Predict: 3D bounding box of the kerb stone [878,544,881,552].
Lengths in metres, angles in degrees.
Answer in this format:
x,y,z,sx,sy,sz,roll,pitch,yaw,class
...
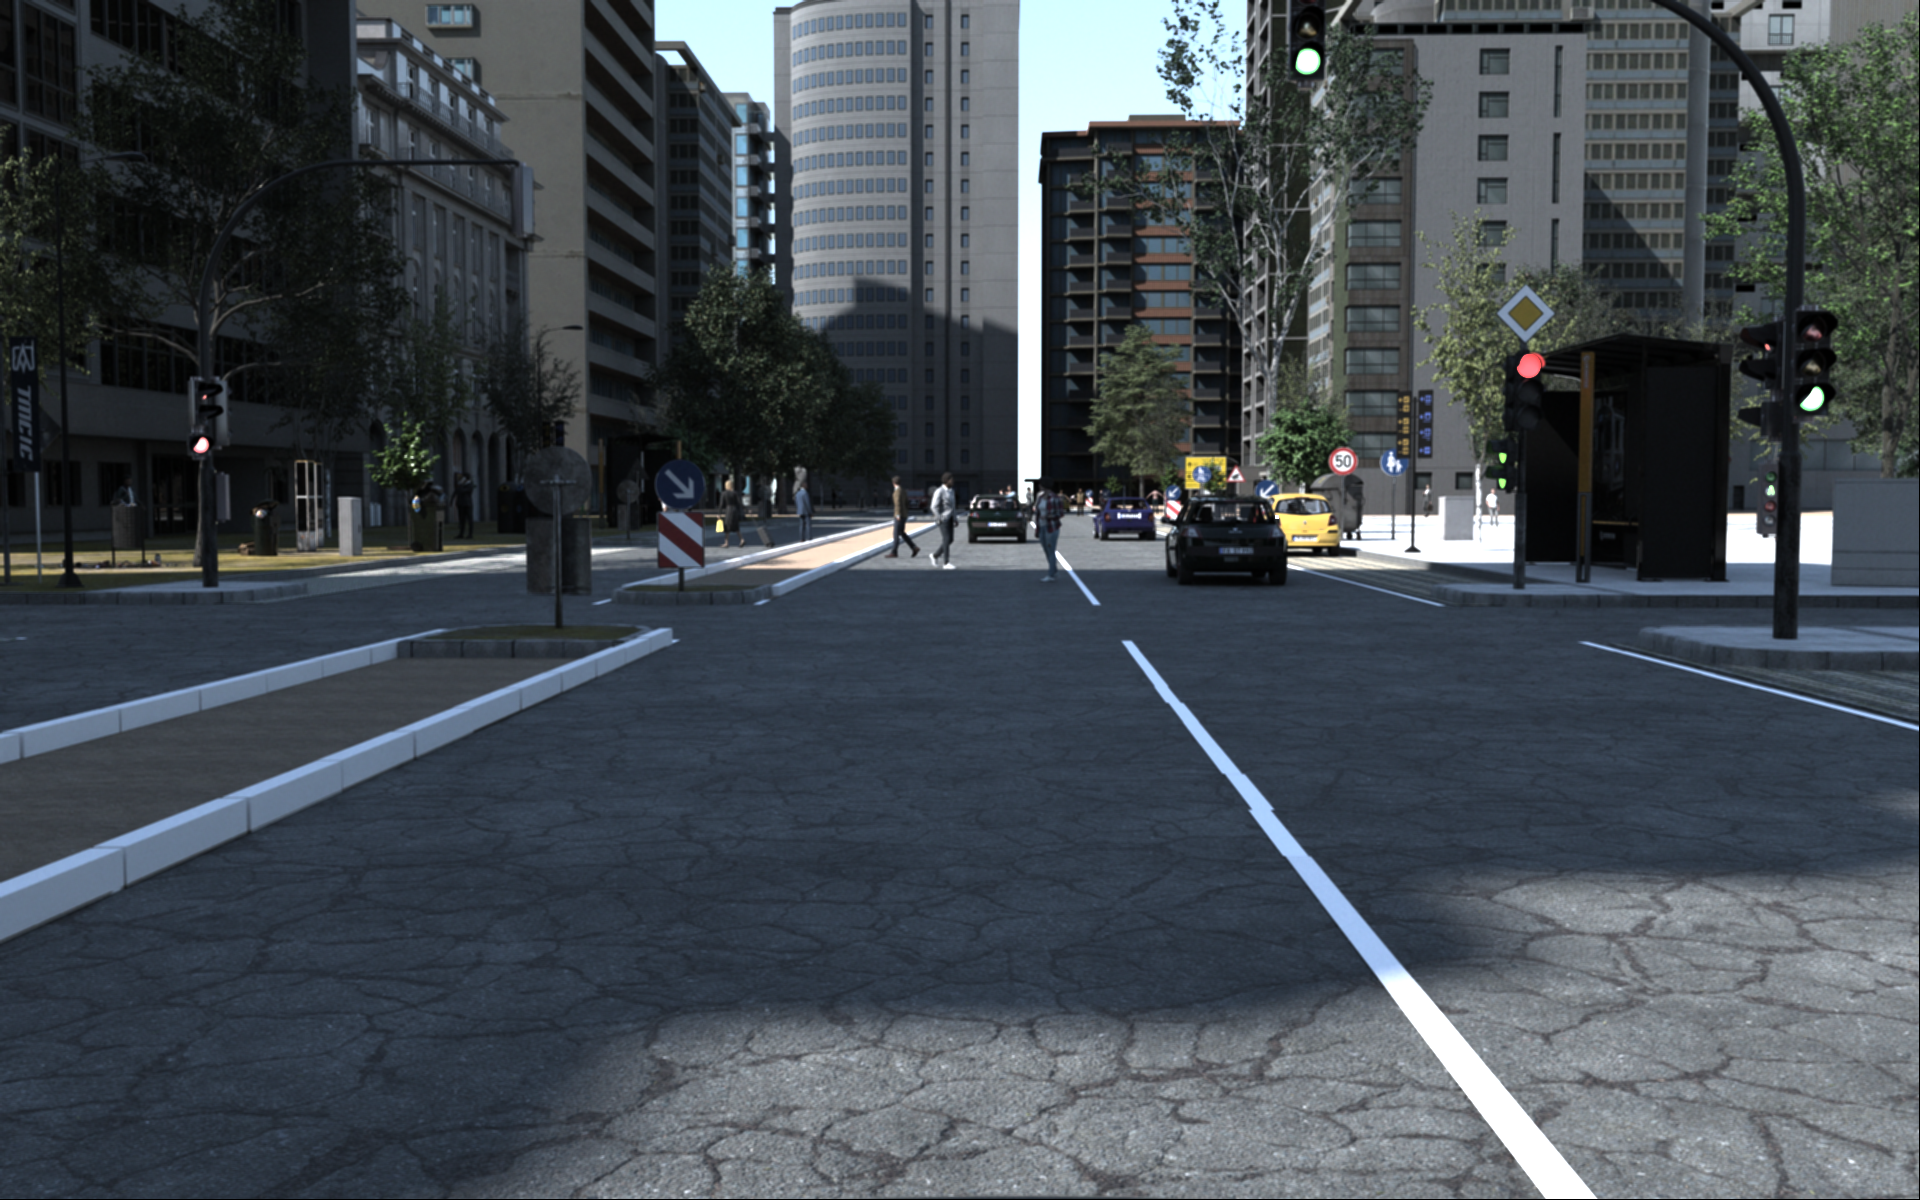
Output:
x,y,z,sx,sy,sz,roll,pitch,yaw,class
-2.084,-1.218,42.144,0.120,0.150,1.000,0,4,2,kerb stone

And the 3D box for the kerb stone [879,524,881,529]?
x,y,z,sx,sy,sz,roll,pitch,yaw,class
-3.397,-2.917,69.894,0.120,0.150,1.000,0,4,2,kerb stone

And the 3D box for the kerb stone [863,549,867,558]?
x,y,z,sx,sy,sz,roll,pitch,yaw,class
-2.197,-0.970,38.051,0.120,0.150,1.000,0,4,2,kerb stone

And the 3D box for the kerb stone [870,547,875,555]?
x,y,z,sx,sy,sz,roll,pitch,yaw,class
-2.133,-1.094,40.095,0.120,0.150,1.000,0,4,2,kerb stone

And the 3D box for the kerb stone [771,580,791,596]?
x,y,z,sx,sy,sz,roll,pitch,yaw,class
-2.572,-0.152,24.726,0.120,0.150,1.000,0,4,2,kerb stone

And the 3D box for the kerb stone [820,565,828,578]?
x,y,z,sx,sy,sz,roll,pitch,yaw,class
-2.432,-0.468,29.847,0.120,0.150,1.000,0,4,2,kerb stone

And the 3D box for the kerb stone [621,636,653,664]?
x,y,z,sx,sy,sz,roll,pitch,yaw,class
-2.849,0.448,15.021,0.120,0.150,1.000,0,4,2,kerb stone

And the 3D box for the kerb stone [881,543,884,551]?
x,y,z,sx,sy,sz,roll,pitch,yaw,class
-2.051,-1.283,43.169,0.120,0.150,1.000,0,4,2,kerb stone

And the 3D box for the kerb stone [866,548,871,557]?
x,y,z,sx,sy,sz,roll,pitch,yaw,class
-2.169,-1.026,39.073,0.120,0.150,1.000,0,4,2,kerb stone

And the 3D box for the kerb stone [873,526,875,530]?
x,y,z,sx,sy,sz,roll,pitch,yaw,class
-3.492,-2.730,66.828,0.120,0.150,1.000,0,4,2,kerb stone

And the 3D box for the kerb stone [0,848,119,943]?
x,y,z,sx,sy,sz,roll,pitch,yaw,class
-3.111,1.007,5.792,0.120,0.150,1.000,0,4,2,kerb stone

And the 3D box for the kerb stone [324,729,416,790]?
x,y,z,sx,sy,sz,roll,pitch,yaw,class
-3.025,0.816,8.856,0.120,0.150,1.000,0,4,2,kerb stone

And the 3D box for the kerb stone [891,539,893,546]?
x,y,z,sx,sy,sz,roll,pitch,yaw,class
-1.934,-1.529,47.282,0.120,0.150,1.000,0,4,2,kerb stone

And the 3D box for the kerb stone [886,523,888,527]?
x,y,z,sx,sy,sz,roll,pitch,yaw,class
-3.282,-3.168,73.988,0.120,0.150,1.000,0,4,2,kerb stone

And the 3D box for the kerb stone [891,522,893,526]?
x,y,z,sx,sy,sz,roll,pitch,yaw,class
-3.198,-3.355,77.056,0.120,0.150,1.000,0,4,2,kerb stone

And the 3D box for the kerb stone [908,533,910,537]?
x,y,z,sx,sy,sz,roll,pitch,yaw,class
-1.732,-1.971,54.472,0.120,0.150,1.000,0,4,2,kerb stone

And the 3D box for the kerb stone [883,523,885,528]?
x,y,z,sx,sy,sz,roll,pitch,yaw,class
-3.336,-3.043,71.941,0.120,0.150,1.000,0,4,2,kerb stone

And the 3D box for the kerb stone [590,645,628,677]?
x,y,z,sx,sy,sz,roll,pitch,yaw,class
-2.876,0.501,13.998,0.120,0.150,1.000,0,4,2,kerb stone

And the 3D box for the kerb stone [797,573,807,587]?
x,y,z,sx,sy,sz,roll,pitch,yaw,class
-2.519,-0.280,26.776,0.120,0.150,1.000,0,4,2,kerb stone

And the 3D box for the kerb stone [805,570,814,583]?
x,y,z,sx,sy,sz,roll,pitch,yaw,class
-2.495,-0.343,27.802,0.120,0.150,1.000,0,4,2,kerb stone

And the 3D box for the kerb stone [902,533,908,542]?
x,y,z,sx,sy,sz,roll,pitch,yaw,class
-1.762,-1.911,53.444,0.120,0.150,1.000,0,4,2,kerb stone

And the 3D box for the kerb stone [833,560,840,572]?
x,y,z,sx,sy,sz,roll,pitch,yaw,class
-2.366,-0.593,31.894,0.120,0.150,1.000,0,4,2,kerb stone

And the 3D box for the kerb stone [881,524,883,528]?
x,y,z,sx,sy,sz,roll,pitch,yaw,class
-3.367,-2.972,70.916,0.120,0.150,1.000,0,4,2,kerb stone

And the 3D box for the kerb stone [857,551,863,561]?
x,y,z,sx,sy,sz,roll,pitch,yaw,class
-2.230,-0.904,37.016,0.120,0.150,1.000,0,4,2,kerb stone

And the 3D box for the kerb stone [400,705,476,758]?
x,y,z,sx,sy,sz,roll,pitch,yaw,class
-2.993,0.753,9.887,0.120,0.150,1.000,0,4,2,kerb stone

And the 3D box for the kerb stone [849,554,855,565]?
x,y,z,sx,sy,sz,roll,pitch,yaw,class
-2.285,-0.779,34.959,0.120,0.150,1.000,0,4,2,kerb stone

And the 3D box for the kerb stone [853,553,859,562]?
x,y,z,sx,sy,sz,roll,pitch,yaw,class
-2.258,-0.844,35.994,0.120,0.150,1.000,0,4,2,kerb stone

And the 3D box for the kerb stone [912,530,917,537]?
x,y,z,sx,sy,sz,roll,pitch,yaw,class
-1.617,-2.224,58.564,0.120,0.150,1.000,0,4,2,kerb stone

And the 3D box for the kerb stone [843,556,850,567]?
x,y,z,sx,sy,sz,roll,pitch,yaw,class
-2.310,-0.717,33.937,0.120,0.150,1.000,0,4,2,kerb stone

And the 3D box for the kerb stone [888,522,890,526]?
x,y,z,sx,sy,sz,roll,pitch,yaw,class
-3.253,-3.230,75.010,0.120,0.150,1.000,0,4,2,kerb stone

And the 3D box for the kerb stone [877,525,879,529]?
x,y,z,sx,sy,sz,roll,pitch,yaw,class
-3.425,-2.855,68.872,0.120,0.150,1.000,0,4,2,kerb stone

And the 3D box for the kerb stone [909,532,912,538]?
x,y,z,sx,sy,sz,roll,pitch,yaw,class
-1.709,-2.037,55.494,0.120,0.150,1.000,0,4,2,kerb stone

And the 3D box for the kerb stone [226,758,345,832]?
x,y,z,sx,sy,sz,roll,pitch,yaw,class
-3.048,0.878,7.834,0.120,0.150,1.000,0,4,2,kerb stone

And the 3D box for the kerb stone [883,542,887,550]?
x,y,z,sx,sy,sz,roll,pitch,yaw,class
-2.027,-1.346,44.208,0.120,0.150,1.000,0,4,2,kerb stone

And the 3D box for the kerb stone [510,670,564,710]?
x,y,z,sx,sy,sz,roll,pitch,yaw,class
-2.942,0.627,11.950,0.120,0.150,1.000,0,4,2,kerb stone

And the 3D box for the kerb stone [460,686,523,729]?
x,y,z,sx,sy,sz,roll,pitch,yaw,class
-2.975,0.690,10.919,0.120,0.150,1.000,0,4,2,kerb stone

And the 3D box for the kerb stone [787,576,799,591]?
x,y,z,sx,sy,sz,roll,pitch,yaw,class
-2.545,-0.217,25.750,0.120,0.150,1.000,0,4,2,kerb stone

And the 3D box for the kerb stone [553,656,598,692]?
x,y,z,sx,sy,sz,roll,pitch,yaw,class
-2.908,0.564,12.977,0.120,0.150,1.000,0,4,2,kerb stone

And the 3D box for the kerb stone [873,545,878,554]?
x,y,z,sx,sy,sz,roll,pitch,yaw,class
-2.108,-1.158,41.121,0.120,0.150,1.000,0,4,2,kerb stone

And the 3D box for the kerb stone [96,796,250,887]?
x,y,z,sx,sy,sz,roll,pitch,yaw,class
-3.084,0.942,6.813,0.120,0.150,1.000,0,4,2,kerb stone

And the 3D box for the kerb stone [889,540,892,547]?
x,y,z,sx,sy,sz,roll,pitch,yaw,class
-1.971,-1.470,46.261,0.120,0.150,1.000,0,4,2,kerb stone

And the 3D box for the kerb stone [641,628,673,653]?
x,y,z,sx,sy,sz,roll,pitch,yaw,class
-2.820,0.376,16.041,0.120,0.150,1.000,0,4,2,kerb stone

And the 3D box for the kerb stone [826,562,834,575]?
x,y,z,sx,sy,sz,roll,pitch,yaw,class
-2.396,-0.531,30.872,0.120,0.150,1.000,0,4,2,kerb stone

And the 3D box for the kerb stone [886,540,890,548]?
x,y,z,sx,sy,sz,roll,pitch,yaw,class
-1.987,-1.409,45.238,0.120,0.150,1.000,0,4,2,kerb stone

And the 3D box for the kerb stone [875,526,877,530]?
x,y,z,sx,sy,sz,roll,pitch,yaw,class
-3.456,-2.790,67.849,0.120,0.150,1.000,0,4,2,kerb stone

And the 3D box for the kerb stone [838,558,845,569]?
x,y,z,sx,sy,sz,roll,pitch,yaw,class
-2.345,-0.655,32.916,0.120,0.150,1.000,0,4,2,kerb stone

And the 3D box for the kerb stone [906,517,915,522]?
x,y,z,sx,sy,sz,roll,pitch,yaw,class
-2.706,-4.416,94.462,0.120,0.150,1.000,0,4,2,kerb stone

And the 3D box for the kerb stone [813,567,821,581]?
x,y,z,sx,sy,sz,roll,pitch,yaw,class
-2.462,-0.403,28.826,0.120,0.150,1.000,0,4,2,kerb stone

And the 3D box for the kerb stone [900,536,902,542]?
x,y,z,sx,sy,sz,roll,pitch,yaw,class
-1.849,-1.723,50.372,0.120,0.150,1.000,0,4,2,kerb stone
